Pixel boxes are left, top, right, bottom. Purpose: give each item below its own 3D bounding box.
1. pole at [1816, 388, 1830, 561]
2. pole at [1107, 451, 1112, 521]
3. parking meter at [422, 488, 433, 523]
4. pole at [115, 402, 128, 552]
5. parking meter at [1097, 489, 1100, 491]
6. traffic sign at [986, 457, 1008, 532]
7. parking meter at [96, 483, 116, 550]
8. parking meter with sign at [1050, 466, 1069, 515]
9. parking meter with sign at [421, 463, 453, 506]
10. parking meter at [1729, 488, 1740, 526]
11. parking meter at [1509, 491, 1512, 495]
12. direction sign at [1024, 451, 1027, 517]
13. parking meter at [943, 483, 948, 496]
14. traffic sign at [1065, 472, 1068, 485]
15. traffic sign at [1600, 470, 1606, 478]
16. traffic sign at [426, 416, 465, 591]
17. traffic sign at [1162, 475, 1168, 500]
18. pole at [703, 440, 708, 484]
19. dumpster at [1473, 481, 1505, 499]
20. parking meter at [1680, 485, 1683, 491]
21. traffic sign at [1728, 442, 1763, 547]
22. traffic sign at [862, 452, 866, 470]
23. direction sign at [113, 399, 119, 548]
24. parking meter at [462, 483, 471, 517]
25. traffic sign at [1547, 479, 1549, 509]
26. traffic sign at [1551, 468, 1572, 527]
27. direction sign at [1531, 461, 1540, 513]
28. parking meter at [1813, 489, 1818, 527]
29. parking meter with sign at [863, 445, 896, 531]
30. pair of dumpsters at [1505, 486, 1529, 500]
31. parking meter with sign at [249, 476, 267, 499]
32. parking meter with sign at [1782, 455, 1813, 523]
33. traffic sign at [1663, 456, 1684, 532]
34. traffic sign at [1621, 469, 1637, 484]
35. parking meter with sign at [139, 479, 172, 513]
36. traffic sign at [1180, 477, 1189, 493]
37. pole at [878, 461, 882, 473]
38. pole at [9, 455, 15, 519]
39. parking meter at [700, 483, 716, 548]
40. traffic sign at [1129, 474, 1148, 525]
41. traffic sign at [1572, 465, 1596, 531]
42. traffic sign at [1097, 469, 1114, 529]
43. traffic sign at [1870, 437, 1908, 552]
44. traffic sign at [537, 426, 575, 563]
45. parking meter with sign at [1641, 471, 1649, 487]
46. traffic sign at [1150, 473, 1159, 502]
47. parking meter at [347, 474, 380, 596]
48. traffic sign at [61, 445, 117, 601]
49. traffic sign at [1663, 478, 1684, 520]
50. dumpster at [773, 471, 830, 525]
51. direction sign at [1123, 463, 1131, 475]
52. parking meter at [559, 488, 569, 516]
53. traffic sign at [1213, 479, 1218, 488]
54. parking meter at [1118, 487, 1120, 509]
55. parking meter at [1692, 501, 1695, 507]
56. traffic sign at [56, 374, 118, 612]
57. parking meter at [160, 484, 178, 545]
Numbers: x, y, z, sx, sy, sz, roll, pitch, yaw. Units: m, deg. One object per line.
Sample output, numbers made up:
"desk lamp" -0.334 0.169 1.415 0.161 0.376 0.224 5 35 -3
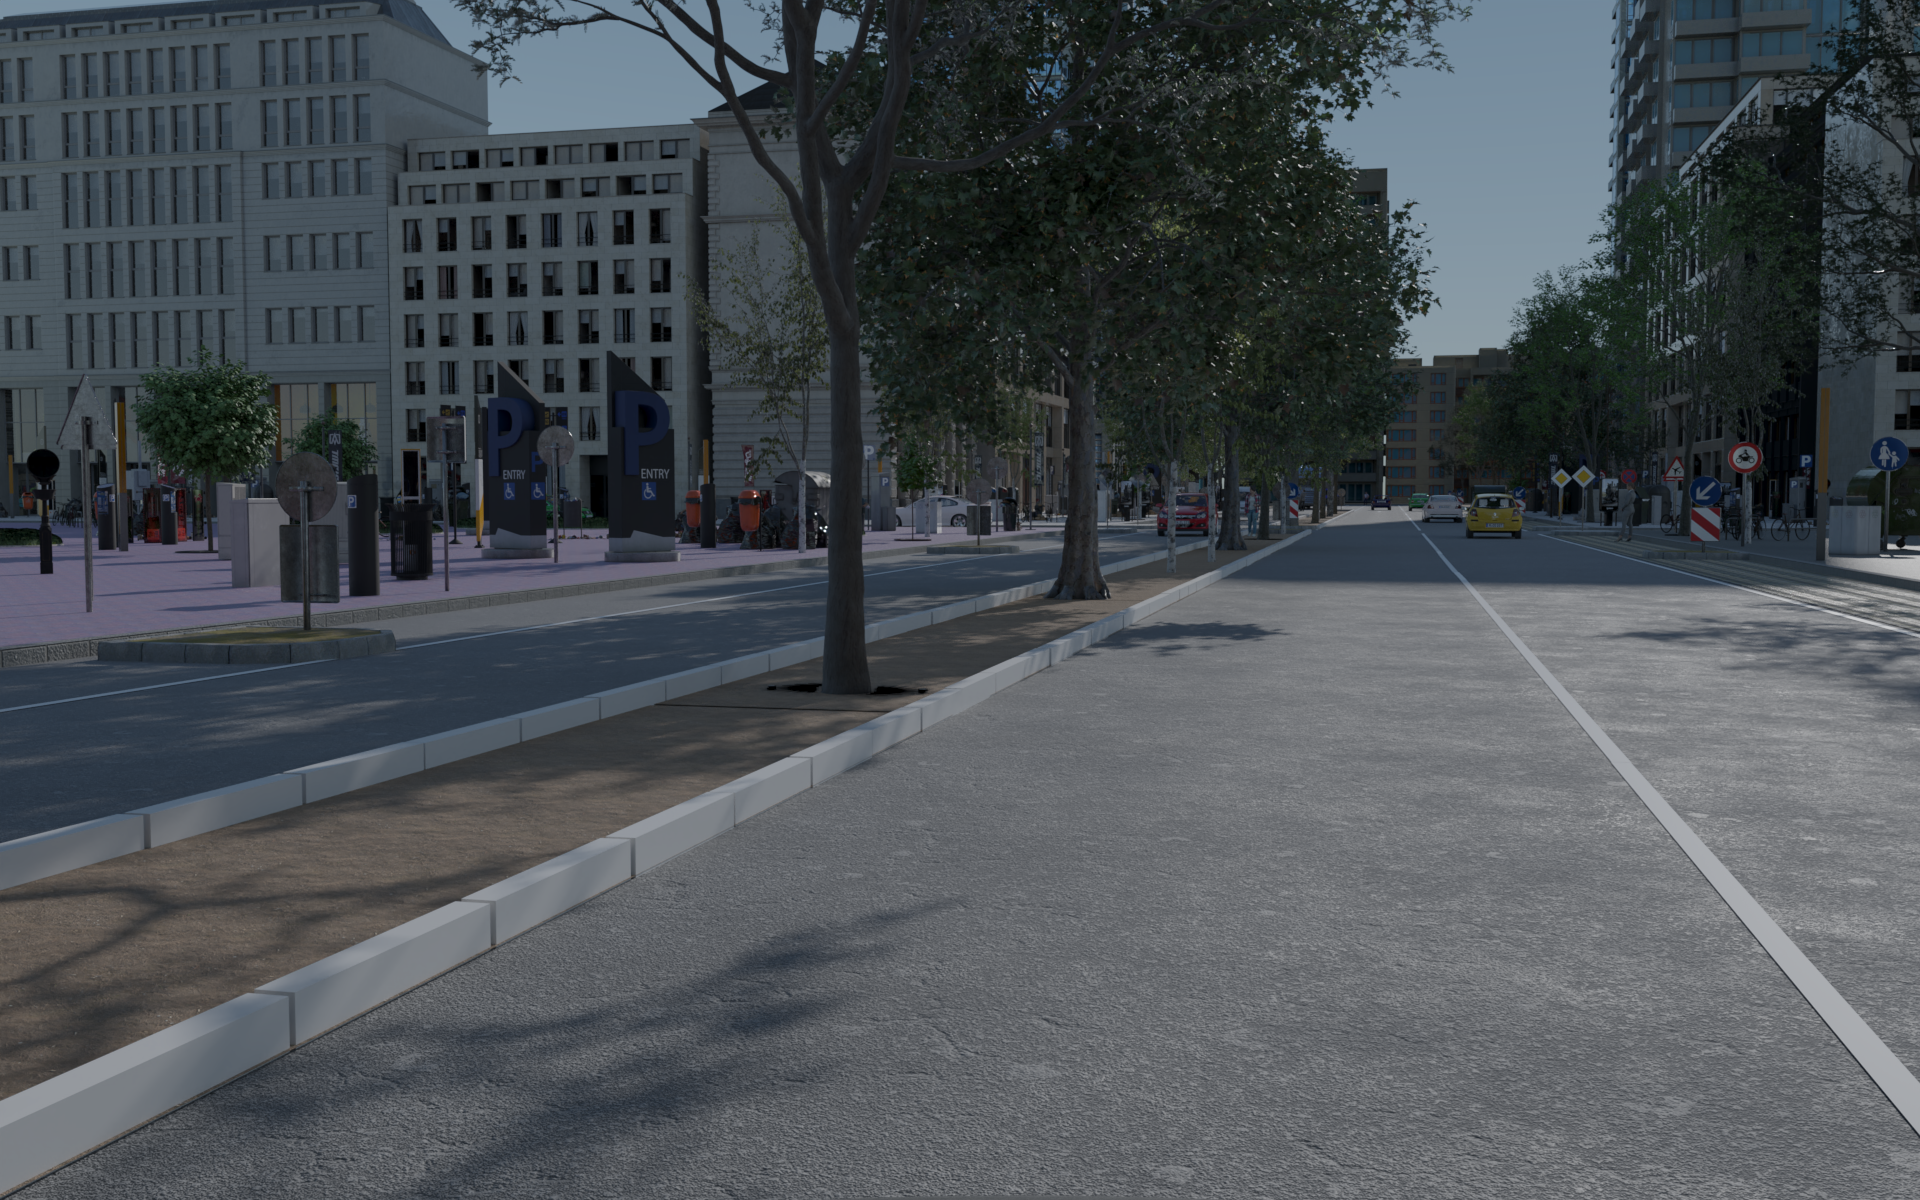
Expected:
"pole" 16.625 -2.417 33.365 0.158 3.312 0.155 0 3 0
"pole" 7.158 -5.450 82.945 0.158 3.312 0.155 0 3 0
"parking meter" -20.714 -3.608 67.397 0.372 1.533 0.369 0 3 0
"pole" -18.723 -2.742 38.673 0.158 3.312 0.155 0 3 0
"parking meter" 6.907 -4.674 84.828 0.372 1.533 0.369 0 3 0
"traffic sign" 1.266 -3.620 59.298 0.768 2.556 0.104 1 4 15
"parking meter" -19.603 -1.918 39.777 0.372 1.533 0.369 0 3 0
"parking meter with sign" 6.476 -6.770 106.947 1.738 3.016 0.543 -1 4 -18
"parking meter with sign" -26.592 -5.613 88.036 1.738 3.016 0.543 0 4 6
"parking meter" 30.766 -3.692 68.776 0.372 1.533 0.369 0 3 0
"parking meter" 42.010 -7.554 131.926 0.372 1.533 0.369 0 3 0
"direction sign" 3.485 -6.093 91.612 0.379 3.537 0.876 0 4 -4
"parking meter" -0.857 -5.214 90.962 0.399 1.863 0.255 3 5 44
"traffic sign" 5.103 -4.715 79.223 0.606 2.300 0.079 1 4 20
"traffic sign" 33.174 -5.492 89.903 0.768 2.556 0.104 1 4 22
"traffic sign" -6.772 -1.265 22.809 0.606 2.300 0.079 1 4 21
"traffic sign" 13.776 -7.069 115.685 0.768 2.556 0.104 1 4 19
"pole" -9.553 -4.360 65.126 0.158 3.312 0.155 0 3 0
"dumpster" 34.312 -6.567 112.320 1.985 2.255 1.502 1 4 13
"parking meter" 45.252 -6.280 108.383 0.255 1.863 0.399 0 4 5
"traffic sign" 19.145 -2.580 42.287 0.768 2.556 0.104 1 4 20
"traffic sign" -2.856 -2.793 45.773 0.768 2.556 0.104 1 4 21
"direction sign" -20.205 -3.027 41.493 0.379 3.537 0.876 -2 4 -28
"parking meter" -25.232 -5.060 88.447 0.255 1.863 0.399 3 4 38
"traffic sign" 40.232 -7.246 118.570 0.768 2.556 0.104 1 4 20
"traffic sign" 23.539 -3.927 67.851 0.795 2.450 0.064 1 4 14
"direction sign" 39.230 -7.709 118.036 0.379 3.537 0.876 -1 4 -19
"parking meter" 33.652 -3.635 67.851 0.372 1.533 0.369 0 3 0
"parking meter with sign" -2.797 -3.933 60.559 0.543 3.016 1.738 -2 4 -33
"pair of dumpsters" 43.928 -8.205 136.638 1.574 2.255 4.437 1 4 14
"parking meter with sign" -29.195 -4.643 72.177 0.543 3.016 1.738 0 4 4
"parking meter with sign" 37.021 -4.915 76.620 1.738 3.016 0.543 -3 4 -39
"traffic sign" 24.261 -3.589 58.685 0.884 2.594 0.081 1 4 23
"traffic sign" 34.390 -5.442 89.091 0.768 2.556 0.104 1 4 19
"parking meter with sign" -42.166 -5.784 90.827 1.738 3.016 0.543 0 4 -1
"traffic sign" 16.334 -7.678 125.647 0.768 2.556 0.104 1 4 22
"pole" -3.604 -5.153 78.102 0.158 3.312 0.155 0 3 0
"pole" -49.732 -5.931 90.807 0.158 3.312 0.155 0 3 0
"parking meter" -5.990 -2.005 41.188 0.372 1.533 0.369 0 3 0
"traffic sign" 7.386 -4.172 71.856 0.795 2.450 0.064 1 4 14
"traffic sign" 21.620 -3.453 60.099 0.795 2.450 0.064 1 4 14
"traffic sign" 5.467 -3.698 64.104 0.795 2.450 0.064 1 4 14
"traffic sign" 20.621 -2.349 38.512 0.768 2.556 0.104 1 4 20
"traffic sign" -7.534 -1.965 32.240 0.768 2.556 0.104 1 4 15
"parking meter with sign" 50.475 -8.047 127.823 0.543 3.016 1.738 2 4 27
"traffic sign" 11.976 -6.620 108.244 0.884 2.594 0.081 1 4 17
"parking meter" -7.535 -0.823 21.875 0.372 1.533 0.369 0 3 0
"traffic sign" -10.431 -1.267 20.711 0.884 2.594 0.081 1 4 22
"traffic sign" 29.635 -4.395 71.864 0.884 2.594 0.081 2 4 24
"dumpster" -3.868 -2.311 43.544 1.264 1.857 1.865 1 4 14
"direction sign" 12.081 -8.107 124.541 0.876 3.537 0.379 2 4 35
"parking meter" -16.098 -3.792 70.418 0.372 1.533 0.369 0 3 0
"traffic sign" 18.934 -7.856 129.628 0.795 2.450 0.064 1 4 14
"parking meter" 13.691 -8.703 148.000 0.255 1.863 0.399 3 4 37
"parking meter" 36.569 -4.782 86.592 0.372 1.533 0.369 0 3 0
"traffic sign" -9.452 -1.145 18.727 0.884 2.594 0.081 1 4 22
"parking meter" -20.027 -2.168 43.855 0.372 1.533 0.369 0 3 0
